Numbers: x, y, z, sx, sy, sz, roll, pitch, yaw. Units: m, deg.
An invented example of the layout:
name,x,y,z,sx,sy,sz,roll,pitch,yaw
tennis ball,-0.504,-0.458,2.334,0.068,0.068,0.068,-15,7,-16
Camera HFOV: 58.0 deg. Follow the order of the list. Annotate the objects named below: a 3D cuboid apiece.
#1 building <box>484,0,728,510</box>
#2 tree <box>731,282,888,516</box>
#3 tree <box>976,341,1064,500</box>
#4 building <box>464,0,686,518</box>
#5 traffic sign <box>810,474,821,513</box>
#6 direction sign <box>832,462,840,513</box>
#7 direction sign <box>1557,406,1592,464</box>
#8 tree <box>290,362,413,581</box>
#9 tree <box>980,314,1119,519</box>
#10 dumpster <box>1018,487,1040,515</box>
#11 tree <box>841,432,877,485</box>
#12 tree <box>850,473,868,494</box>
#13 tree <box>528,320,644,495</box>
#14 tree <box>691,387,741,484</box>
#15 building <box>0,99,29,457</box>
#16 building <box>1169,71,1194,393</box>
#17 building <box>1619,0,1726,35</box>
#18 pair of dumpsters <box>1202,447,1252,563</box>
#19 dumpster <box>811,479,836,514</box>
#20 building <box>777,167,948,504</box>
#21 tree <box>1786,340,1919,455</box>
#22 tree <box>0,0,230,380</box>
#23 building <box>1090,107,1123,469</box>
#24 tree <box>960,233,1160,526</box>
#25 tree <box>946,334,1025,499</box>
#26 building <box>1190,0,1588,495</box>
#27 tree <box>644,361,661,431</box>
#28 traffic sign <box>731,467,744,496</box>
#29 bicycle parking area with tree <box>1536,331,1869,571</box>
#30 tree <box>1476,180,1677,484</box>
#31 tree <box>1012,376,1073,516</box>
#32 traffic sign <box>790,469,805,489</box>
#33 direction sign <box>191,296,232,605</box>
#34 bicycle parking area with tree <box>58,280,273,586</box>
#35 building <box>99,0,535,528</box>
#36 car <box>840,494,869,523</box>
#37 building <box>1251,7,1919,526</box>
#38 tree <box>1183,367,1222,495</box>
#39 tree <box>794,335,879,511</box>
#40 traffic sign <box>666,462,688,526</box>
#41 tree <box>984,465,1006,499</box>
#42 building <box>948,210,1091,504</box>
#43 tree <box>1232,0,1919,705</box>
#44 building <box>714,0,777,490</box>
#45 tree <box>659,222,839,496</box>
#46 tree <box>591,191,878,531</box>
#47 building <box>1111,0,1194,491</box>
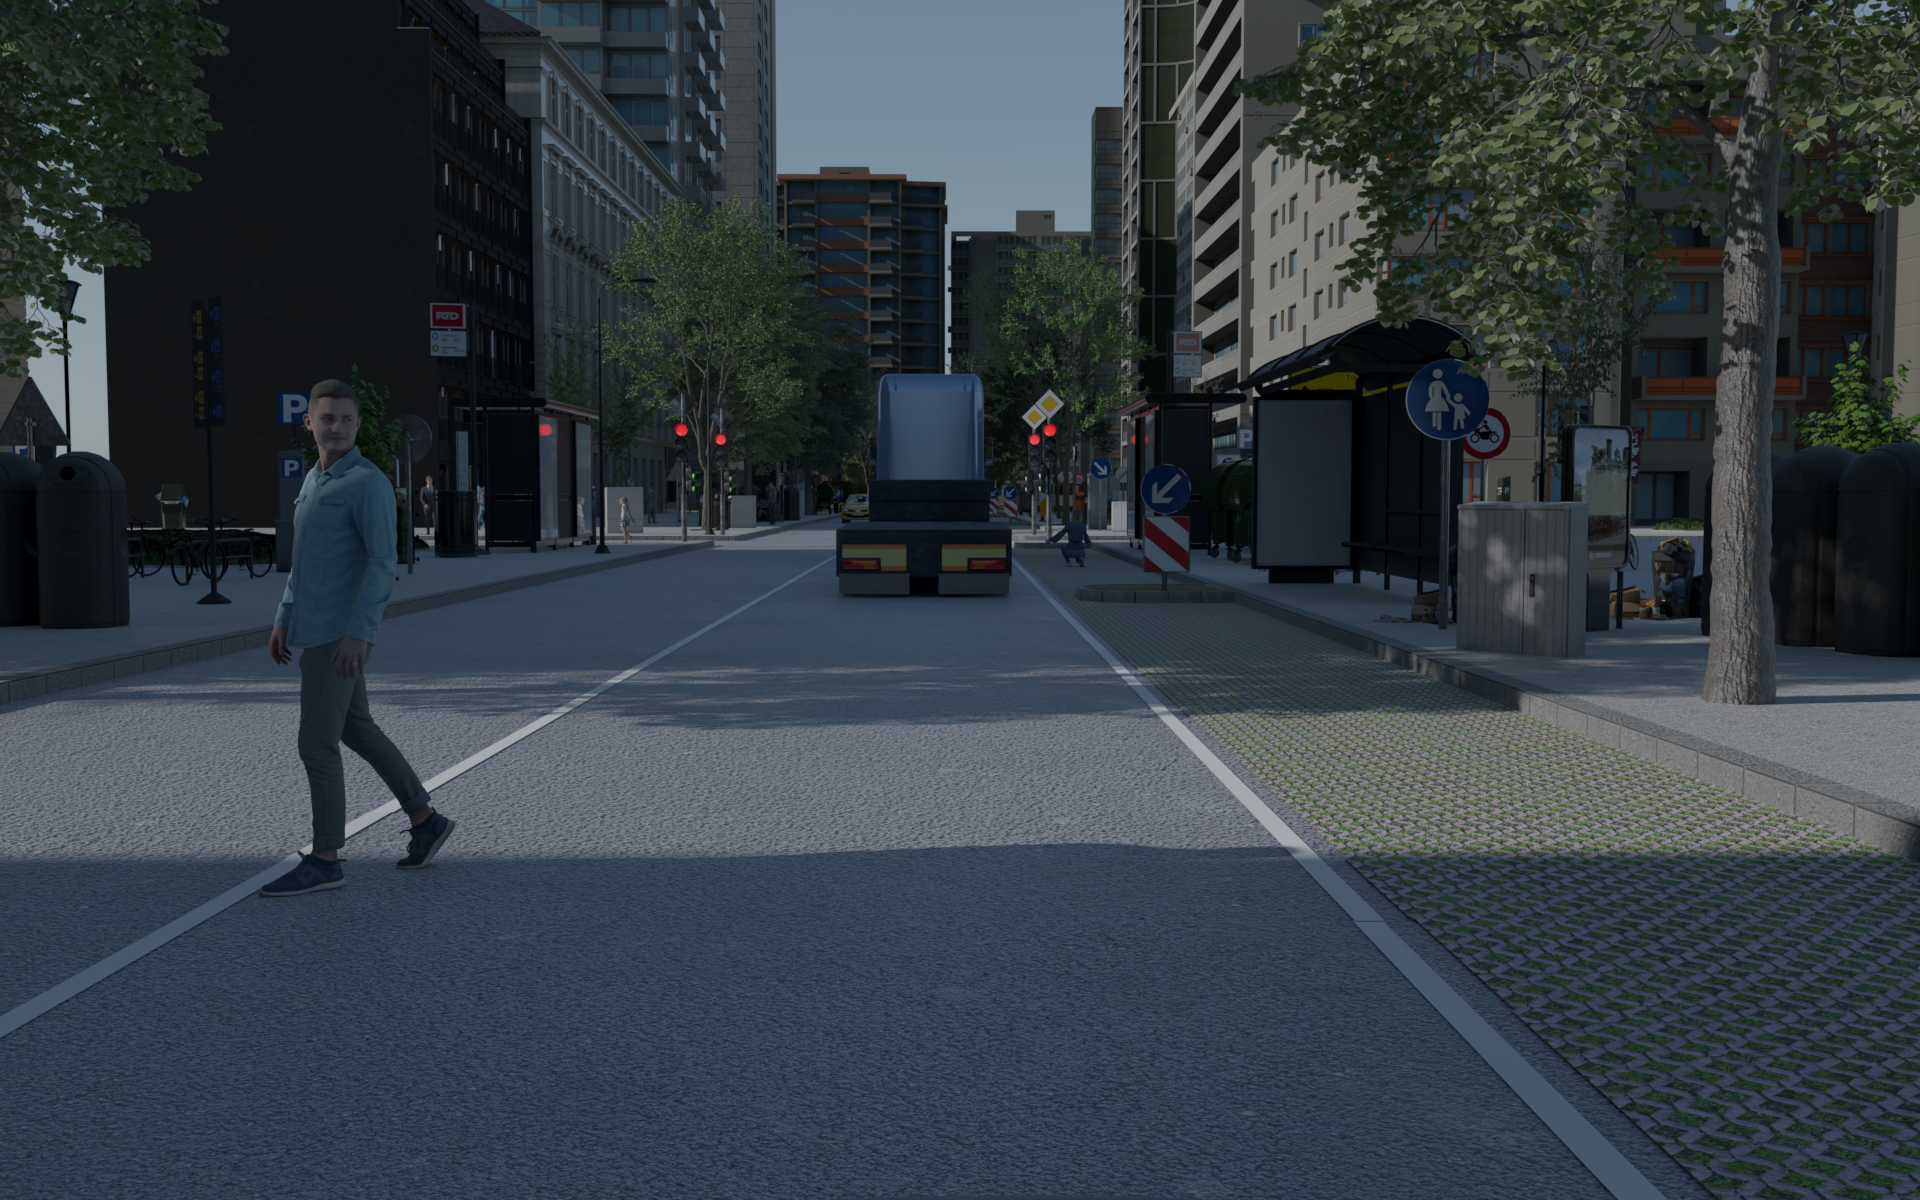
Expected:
name,x,y,z,sx,sy,sz,roll,pitch,yaw
building,-31.663,-32.113,144.663,23.786,49.044,30.456,0,4,0
tree,-9.144,-12.014,103.081,9.857,13.997,8.962,0,3,0
tree,4.273,-14.227,139.273,9.857,13.997,8.962,0,3,0
building,-27.624,-19.954,102.655,17.030,29.872,44.131,0,4,0
traffic sign,-9.194,-6.719,109.953,0.768,2.556,0.104,0,4,2
direction sign,-8.186,-7.499,114.602,0.379,3.537,0.876,2,4,33
direction sign,15.769,-3.207,44.438,0.876,3.537,0.379,0,4,8
tree,-8.975,-1.890,25.498,1.663,3.219,1.824,0,3,0
tree,4.862,-9.517,90.016,7.601,10.594,8.767,2,4,24
dumpster,4.227,-6.117,105.768,1.264,1.857,1.865,0,4,0
tree,-10.347,-17.608,204.892,9.611,12.733,9.660,0,3,0
tree,-9.201,-10.076,159.340,1.663,3.219,1.824,0,3,0
tree,-16.784,-7.578,74.259,4.737,8.622,4.395,0,3,0
tree,-16.495,-10.013,114.081,4.360,8.622,3.978,0,3,0
building,-53.355,-16.718,70.606,25.104,27.353,12.463,0,4,0
building,31.313,-27.769,145.910,32.217,40.220,23.993,0,4,0
building,63.102,-39.287,184.337,28.212,58.520,21.231,0,4,0
pair of dumpsters,5.662,-1.849,32.721,1.574,2.255,4.437,0,4,0
dumpster,-8.782,-6.641,111.068,1.502,2.255,1.985,0,4,0
building,-16.093,-35.461,234.406,28.867,44.769,22.147,0,4,0
tree,11.244,-1.671,21.930,1.663,3.219,1.824,0,3,0
tree,-8.253,-5.723,11.700,7.486,12.596,7.792,0,3,0
building,20.910,-30.742,186.228,14.154,41.232,14.086,0,4,0
tree,4.191,-8.861,70.626,9.928,11.665,9.643,0,3,0
tree,5.025,-21.255,203.408,12.611,20.169,13.585,0,3,0
building,27.448,-29.979,113.858,21.300,48.544,21.600,0,4,0
tree,-16.443,-8.197,84.387,4.737,8.622,4.395,0,3,0
traffic sign,-10.438,-4.959,81.085,0.884,2.594,0.081,0,4,3
bicycle parking area with tree,13.378,-2.725,31.552,8.231,4.147,9.016,2,4,30
tree,14.540,-5.527,40.729,4.360,8.622,3.978,0,3,0
tree,4.545,-9.131,99.659,4.360,8.622,3.978,0,3,0
traffic sign,-8.129,-5.296,86.692,0.768,2.556,0.104,0,4,5
direction sign,-8.737,-1.724,20.184,0.379,3.537,0.876,-3,5,-44
bicycle parking area with tree,-14.618,-2.228,23.427,8.231,4.147,9.016,1,4,20
building,-25.902,-14.851,72.497,12.332,23.373,15.834,0,4,0
car,-4.924,-4.640,86.090,2.015,1.641,3.980,0,4,1
building,29.804,-14.197,77.165,28.899,21.520,27.650,0,4,0
tree,13.518,-9.202,100.817,4.360,8.622,3.978,0,3,0
tree,-9.562,-13.318,128.116,12.009,13.543,11.850,0,3,0
traffic sign,-11.174,-4.187,68.454,0.884,2.594,0.081,0,4,1
tree,3.513,-12.460,187.438,4.285,4.588,4.351,0,3,0
building,10.296,-33.520,239.924,23.993,40.220,32.217,0,4,0
tree,5.073,-5.620,10.007,7.486,12.596,7.792,0,3,0
building,-30.386,-45.499,182.153,20.611,71.187,20.563,0,4,0
tree,-8.980,-9.486,73.229,7.486,12.596,7.792,0,3,0
tree,-8.895,-8.233,60.373,9.928,11.665,9.643,0,3,0
building,24.784,-44.619,167.769,20.563,71.187,20.611,0,4,0
